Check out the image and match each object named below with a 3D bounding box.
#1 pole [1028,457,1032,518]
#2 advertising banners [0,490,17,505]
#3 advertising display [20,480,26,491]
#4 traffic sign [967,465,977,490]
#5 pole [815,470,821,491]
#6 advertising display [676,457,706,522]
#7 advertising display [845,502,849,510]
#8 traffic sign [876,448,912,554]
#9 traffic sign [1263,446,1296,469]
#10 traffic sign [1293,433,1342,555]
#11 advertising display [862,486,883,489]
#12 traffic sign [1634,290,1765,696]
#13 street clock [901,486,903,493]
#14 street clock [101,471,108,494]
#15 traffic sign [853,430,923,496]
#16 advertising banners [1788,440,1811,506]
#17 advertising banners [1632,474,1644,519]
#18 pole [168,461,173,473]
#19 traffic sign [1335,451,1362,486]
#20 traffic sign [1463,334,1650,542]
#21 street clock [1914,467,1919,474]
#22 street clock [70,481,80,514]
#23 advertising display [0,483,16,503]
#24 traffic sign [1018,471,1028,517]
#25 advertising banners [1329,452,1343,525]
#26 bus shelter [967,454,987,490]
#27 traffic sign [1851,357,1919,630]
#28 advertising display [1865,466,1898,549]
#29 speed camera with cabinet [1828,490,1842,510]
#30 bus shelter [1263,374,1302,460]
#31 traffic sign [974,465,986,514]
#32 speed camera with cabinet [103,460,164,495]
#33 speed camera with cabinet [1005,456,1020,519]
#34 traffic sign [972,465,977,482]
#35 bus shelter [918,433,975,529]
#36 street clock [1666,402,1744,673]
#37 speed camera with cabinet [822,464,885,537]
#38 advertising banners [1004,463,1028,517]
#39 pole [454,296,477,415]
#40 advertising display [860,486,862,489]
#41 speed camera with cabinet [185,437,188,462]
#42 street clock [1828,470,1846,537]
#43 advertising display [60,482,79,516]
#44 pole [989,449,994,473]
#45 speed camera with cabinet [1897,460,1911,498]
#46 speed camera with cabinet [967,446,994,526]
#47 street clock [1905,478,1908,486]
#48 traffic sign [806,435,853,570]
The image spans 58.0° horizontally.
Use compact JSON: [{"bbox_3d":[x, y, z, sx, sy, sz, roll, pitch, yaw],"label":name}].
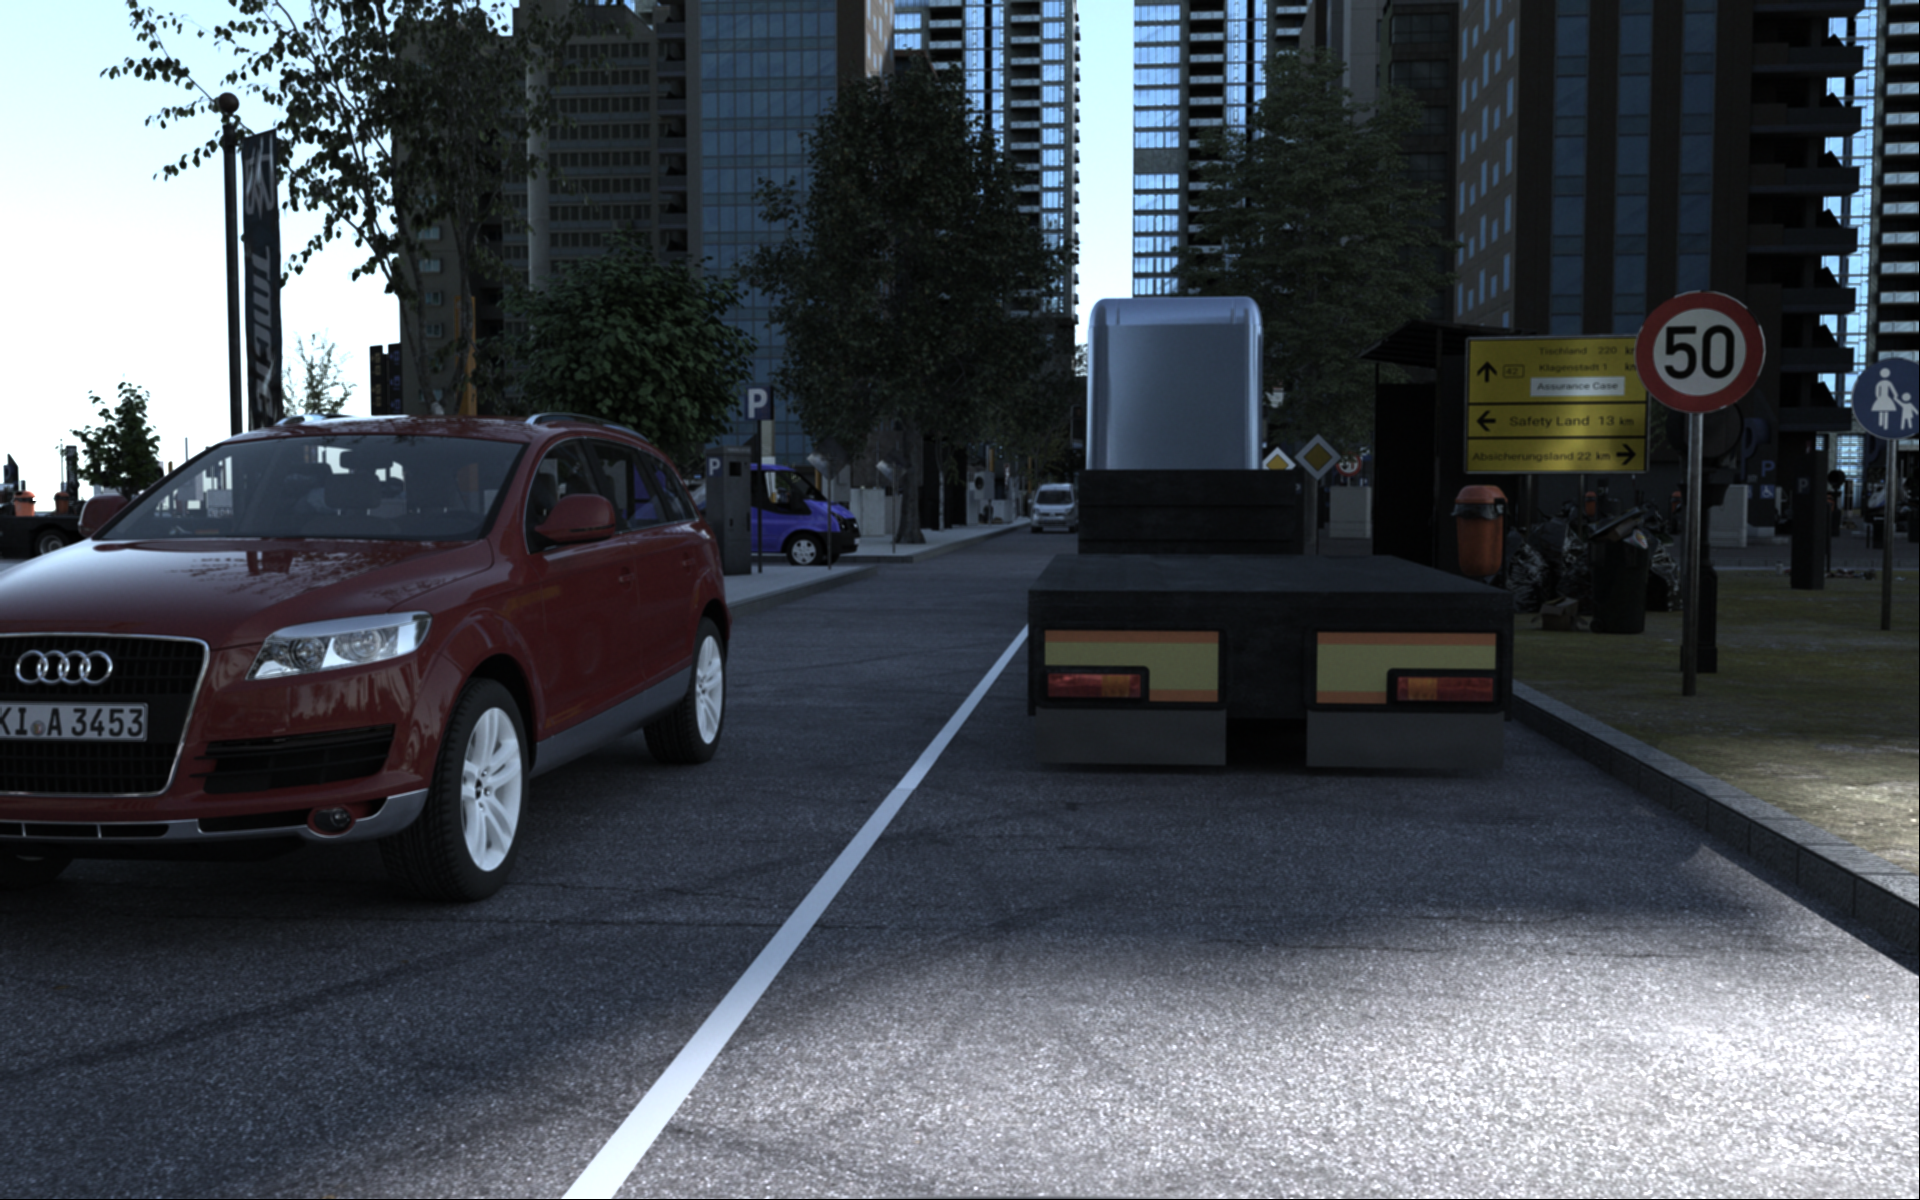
[{"bbox_3d":[3.753,-6.078,93.219,0.158,3.312,0.155,0,3,0],"label":"pole"},{"bbox_3d":[-41.680,-4.844,75.388,2.074,3.025,0.090,1,4,11],"label":"advertising banners"},{"bbox_3d":[-42.647,-4.505,78.870,0.123,1.923,0.974,-2,4,-34],"label":"advertising display"},{"bbox_3d":[0.350,-4.611,75.502,0.768,2.556,0.104,1,4,12],"label":"traffic sign"},{"bbox_3d":[-5.544,-4.513,67.636,0.158,3.312,0.155,0,3,0],"label":"pole"},{"bbox_3d":[-4.587,-1.507,29.857,0.974,1.923,0.123,1,4,10],"label":"advertising display"},{"bbox_3d":[-6.712,-5.994,103.220,0.123,1.923,0.974,-1,4,-10],"label":"advertising display"},{"bbox_3d":[-1.424,-2.061,37.332,0.795,2.450,0.064,0,4,6],"label":"traffic sign"},{"bbox_3d":[6.678,-2.010,36.508,0.795,2.450,0.064,0,4,6],"label":"traffic sign"},{"bbox_3d":[5.888,-1.524,28.562,0.795,2.450,0.064,0,4,6],"label":"traffic sign"},{"bbox_3d":[-4.400,-5.064,88.013,0.974,1.923,0.123,1,4,22],"label":"advertising display"},{"bbox_3d":[4.641,-0.663,10.948,0.768,2.556,0.104,1,4,14],"label":"traffic sign"},{"bbox_3d":[-2.149,-3.900,68.336,0.358,2.002,0.471,-3,5,-41],"label":"street clock"},{"bbox_3d":[-25.871,-2.935,52.562,0.471,2.002,0.358,-2,4,-33],"label":"street clock"},{"bbox_3d":[-2.317,-3.769,55.500,2.265,3.308,0.079,0,4,6],"label":"traffic sign"},{"bbox_3d":[27.739,-3.733,57.219,0.090,3.025,2.074,1,4,9],"label":"advertising banners"},{"bbox_3d":[24.190,-4.016,61.843,0.090,3.025,2.074,1,4,11],"label":"advertising banners"},{"bbox_3d":[-50.460,-7.142,110.612,0.158,3.312,0.155,0,3,0],"label":"pole"},{"bbox_3d":[11.467,-3.123,51.163,0.768,2.556,0.104,1,4,8],"label":"traffic sign"},{"bbox_3d":[7.649,-1.737,22.267,2.265,3.308,0.079,1,4,12],"label":"traffic sign"},{"bbox_3d":[26.045,-2.592,46.953,0.358,2.002,0.471,0,4,4],"label":"street clock"},{"bbox_3d":[-45.914,-5.216,89.850,0.471,2.002,0.358,-1,4,-12],"label":"street clock"},{"bbox_3d":[-56.470,-5.959,102.648,0.974,1.923,0.123,0,4,-1],"label":"advertising display"},{"bbox_3d":[3.493,-5.828,95.397,0.768,2.556,0.104,1,4,12],"label":"traffic sign"},{"bbox_3d":[15.439,-4.570,70.907,0.090,3.025,2.074,2,4,27],"label":"advertising banners"},{"bbox_3d":[0.454,-5.833,89.297,2.014,3.302,5.546,0,4,6],"label":"bus shelter"},{"bbox_3d":[8.732,-0.988,16.263,0.768,2.556,0.104,1,4,9],"label":"traffic sign"},{"bbox_3d":[21.537,-2.159,40.512,0.123,1.923,0.974,0,4,-7],"label":"advertising display"},{"bbox_3d":[39.981,-5.256,80.276,0.660,3.252,2.038,-1,4,-9],"label":"speed camera with cabinet"},{"bbox_3d":[9.471,-4.759,55.440,2.179,5.291,8.768,0,4,6],"label":"bus shelter"},{"bbox_3d":[0.816,-4.668,76.432,0.768,2.556,0.104,1,4,12],"label":"traffic sign"},{"bbox_3d":[-20.779,-3.012,43.585,0.660,3.252,2.038,0,4,3],"label":"speed camera with cabinet"},{"bbox_3d":[2.685,-5.842,89.847,0.660,3.252,2.038,0,4,-4],"label":"speed camera with cabinet"},{"bbox_3d":[0.712,-4.701,76.868,0.884,2.594,0.081,1,4,11],"label":"traffic sign"},{"bbox_3d":[-0.510,-4.607,66.610,1.731,3.624,6.357,0,4,5],"label":"bus shelter"},{"bbox_3d":[5.329,-0.481,12.440,0.471,2.002,0.358,0,4,-2],"label":"street clock"},{"bbox_3d":[-3.185,-3.520,51.885,2.038,3.252,0.660,-3,5,-44],"label":"speed camera with cabinet"},{"bbox_3d":[3.180,-6.233,98.099,0.090,3.025,2.074,-3,5,-41],"label":"advertising banners"},{"bbox_3d":[-5.100,-1.473,17.925,0.158,3.312,0.155,0,3,0],"label":"pole"},{"bbox_3d":[-5.066,-5.288,91.680,0.123,1.923,0.974,-1,4,-22],"label":"advertising display"},{"bbox_3d":[-26.031,-4.020,60.061,2.038,3.252,0.660,0,4,4],"label":"speed camera with cabinet"},{"bbox_3d":[26.398,-2.913,52.202,0.358,2.002,0.471,-1,4,-17],"label":"street clock"},{"bbox_3d":[-48.289,-5.426,93.928,0.974,1.923,0.123,0,4,7],"label":"advertising display"},{"bbox_3d":[1.434,-5.161,78.227,0.158,3.312,0.155,0,3,0],"label":"pole"},{"bbox_3d":[53.527,-6.422,99.339,2.038,3.252,0.660,-1,4,-12],"label":"speed camera with cabinet"},{"bbox_3d":[0.573,-4.698,71.155,0.660,3.252,2.038,-3,4,-37],"label":"speed camera with cabinet"},{"bbox_3d":[40.098,-4.184,72.974,0.471,2.002,0.358,3,5,43],"label":"street clock"},{"bbox_3d":[-2.214,-1.575,29.386,0.795,2.450,0.064,0,4,6],"label":"traffic sign"}]
